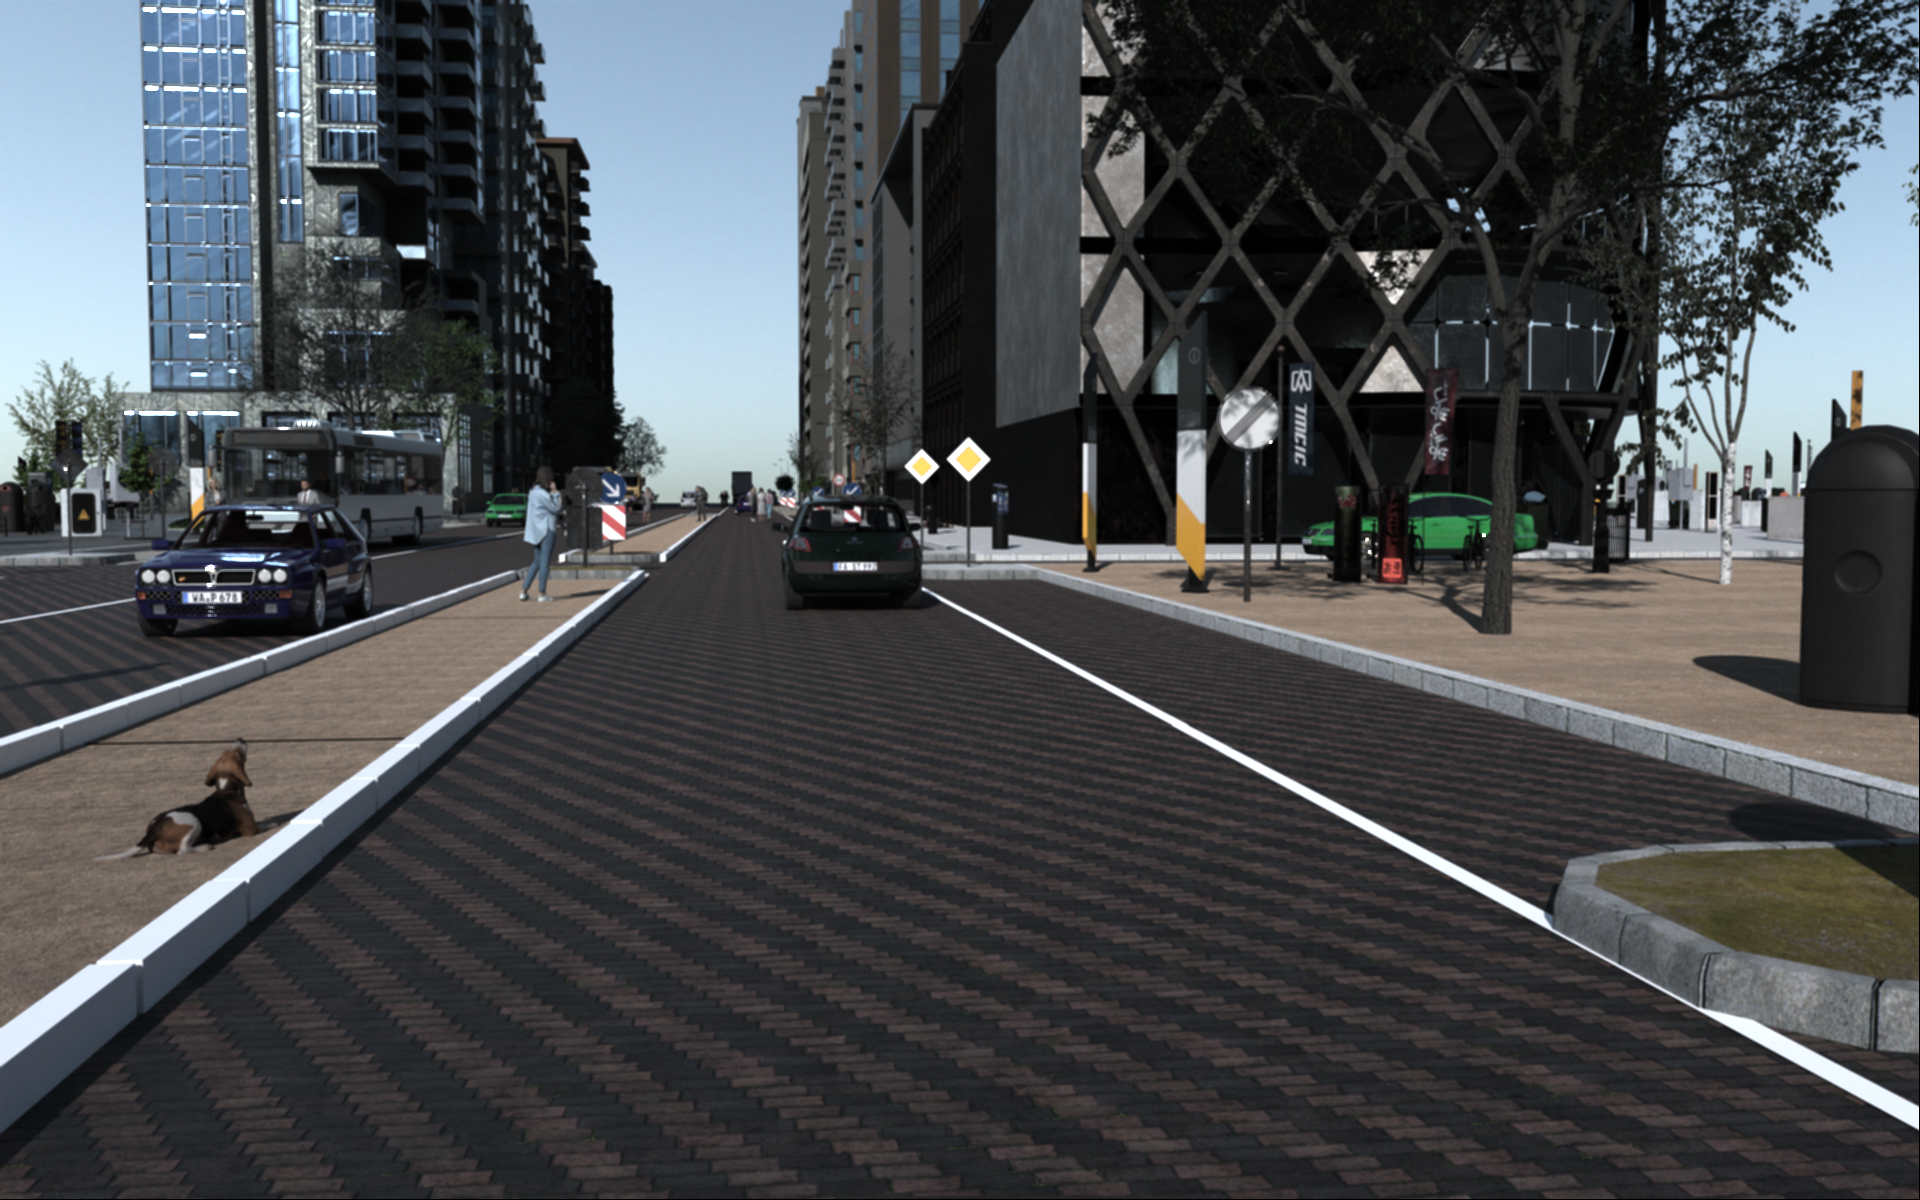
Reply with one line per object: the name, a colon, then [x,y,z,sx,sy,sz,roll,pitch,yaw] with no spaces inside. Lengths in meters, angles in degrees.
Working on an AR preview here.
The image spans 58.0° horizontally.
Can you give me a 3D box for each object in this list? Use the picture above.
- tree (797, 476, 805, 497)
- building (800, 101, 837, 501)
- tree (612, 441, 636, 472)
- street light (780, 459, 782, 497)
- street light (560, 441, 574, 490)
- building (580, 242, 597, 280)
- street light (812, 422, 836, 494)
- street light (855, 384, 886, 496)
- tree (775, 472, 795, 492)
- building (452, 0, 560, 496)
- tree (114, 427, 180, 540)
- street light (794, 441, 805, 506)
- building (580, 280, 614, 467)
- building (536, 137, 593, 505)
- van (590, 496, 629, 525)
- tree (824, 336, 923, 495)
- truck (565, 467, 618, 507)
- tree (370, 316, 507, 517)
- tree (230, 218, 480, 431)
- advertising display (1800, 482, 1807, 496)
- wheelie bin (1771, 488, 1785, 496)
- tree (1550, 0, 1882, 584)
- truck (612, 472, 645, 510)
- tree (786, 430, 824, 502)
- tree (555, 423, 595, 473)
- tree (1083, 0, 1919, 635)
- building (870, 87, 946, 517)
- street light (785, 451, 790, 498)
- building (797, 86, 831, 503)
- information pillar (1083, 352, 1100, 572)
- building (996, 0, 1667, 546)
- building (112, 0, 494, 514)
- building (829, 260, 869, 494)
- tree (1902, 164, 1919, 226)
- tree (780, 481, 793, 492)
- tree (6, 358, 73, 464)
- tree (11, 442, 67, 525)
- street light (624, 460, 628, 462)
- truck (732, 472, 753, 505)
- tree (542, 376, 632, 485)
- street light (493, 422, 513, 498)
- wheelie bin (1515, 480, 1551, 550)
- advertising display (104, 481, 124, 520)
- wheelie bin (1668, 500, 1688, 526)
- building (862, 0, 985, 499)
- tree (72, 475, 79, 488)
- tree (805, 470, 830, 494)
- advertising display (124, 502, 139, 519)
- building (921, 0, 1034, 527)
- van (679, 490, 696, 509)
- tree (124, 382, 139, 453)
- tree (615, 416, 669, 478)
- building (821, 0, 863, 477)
tree: [-16.350,-11.547,183.387,1.663,3.219,1.824,0,3,0]
building: [-8.040,-35.940,211.317,21.300,48.544,21.600,0,4,-7]
tree: [-43.673,-16.567,221.227,4.737,8.622,4.395,0,3,0]
street light: [-23.591,-15.885,232.258,1.470,5.913,1.316,0,4,-7]
street light: [-34.241,-10.899,150.742,1.470,5.913,1.316,0,4,-7]
building: [-65.114,-33.963,247.172,32.217,40.220,23.993,0,4,-7]
street light: [-8.650,-8.558,112.459,1.470,5.913,1.316,0,4,-7]
street light: [-3.719,-6.157,73.210,1.470,5.913,1.316,0,4,-7]
tree: [-26.458,-17.038,262.286,4.285,4.588,4.351,0,3,0]
building: [-49.149,-32.758,155.195,23.786,49.044,30.456,0,4,-7]
tree: [-23.128,-3.312,48.759,1.663,3.219,1.824,0,3,0]
street light: [-13.389,-10.879,150.410,1.470,5.913,1.316,0,4,-7]
building: [-53.525,-28.014,229.737,14.160,30.474,14.107,0,4,-7]
building: [-55.948,-33.801,207.276,22.147,44.769,28.867,0,4,-7]
van: [-15.869,-4.333,77.853,2.013,2.044,4.112,-1,4,-9]
tree: [-3.858,-7.909,79.667,4.360,8.622,3.978,0,3,0]
truck: [-26.226,-7.866,124.539,3.469,3.379,9.791,0,4,-7]
tree: [-29.436,-10.518,97.727,9.928,11.665,9.643,0,3,0]
tree: [-26.857,-10.212,77.341,12.009,13.543,11.850,0,3,0]
advertising display: [46.194,-5.456,94.425,0.974,1.923,0.123,0,4,-7]
wheelie bin: [43.688,-5.178,92.573,0.980,1.594,0.693,3,5,44]
tree: [10.855,-4.546,24.687,4.360,8.622,3.978,0,3,0]
truck: [-29.639,-9.664,153.922,3.469,3.379,9.791,-1,4,-9]
tree: [-17.679,-15.005,195.691,4.360,8.622,3.978,0,3,0]
tree: [-38.955,-13.810,176.147,4.360,8.622,3.978,0,3,0]
tree: [4.759,-4.948,15.310,8.767,10.594,7.601,2,4,25]
building: [2.996,-17.131,99.161,14.314,24.678,30.058,0,4,-7]
street light: [-18.136,-13.228,188.815,1.470,5.913,1.316,0,4,-7]
building: [-13.537,-43.802,258.162,21.231,58.520,28.212,0,4,-7]
information pillar: [2.131,-2.264,28.377,0.183,3.616,0.504,1,4,23]
building: [10.524,-11.135,49.504,16.811,18.784,16.820,0,4,-7]
building: [-45.165,-49.529,122.477,22.319,86.520,31.000,0,4,-7]
building: [3.697,-18.291,144.094,27.650,21.520,28.899,0,4,-7]
tree: [15.548,-4.478,23.576,4.737,8.622,4.395,0,3,0]
tree: [-25.385,-15.712,251.489,1.663,3.219,1.824,0,3,0]
tree: [-48.262,-8.702,92.644,4.737,8.622,4.395,0,3,0]
tree: [-34.578,-4.289,64.722,1.663,3.219,1.824,0,3,0]
street light: [-44.645,-15.946,233.251,1.470,5.913,1.316,0,4,-7]
truck: [-27.961,-14.280,222.385,2.839,4.237,11.283,0,4,-7]
tree: [-39.838,-17.017,184.877,9.857,13.997,8.962,0,3,0]
street light: [-29.585,-8.533,112.048,1.470,5.913,1.316,0,4,-7]
wheelie bin: [13.179,-1.964,40.026,0.693,1.594,0.980,-1,4,-20]
advertising display: [-42.739,-5.010,87.128,0.123,1.923,0.974,3,4,36]
wheelie bin: [29.087,-3.805,70.113,0.693,1.594,0.980,3,4,37]
building: [0.577,-28.819,121.303,14.600,45.320,14.200,0,4,-7]
tree: [-37.817,-4.794,72.987,1.663,3.219,1.824,0,3,0]
tree: [-11.145,-8.819,138.791,1.663,3.219,1.824,0,3,0]
advertising display: [-42.382,-5.088,88.405,0.123,1.923,0.974,2,4,30]
building: [5.270,-15.024,75.312,12.332,23.373,15.834,0,4,-7]
van: [-26.620,-9.995,170.431,2.013,2.044,4.112,0,4,-6]
tree: [-51.914,-9.441,104.730,4.737,8.622,4.395,0,3,0]
tree: [-50.177,-21.890,268.273,12.009,13.543,11.850,0,3,0]
building: [-1.899,-33.820,172.568,23.786,49.044,30.456,0,4,-7]
